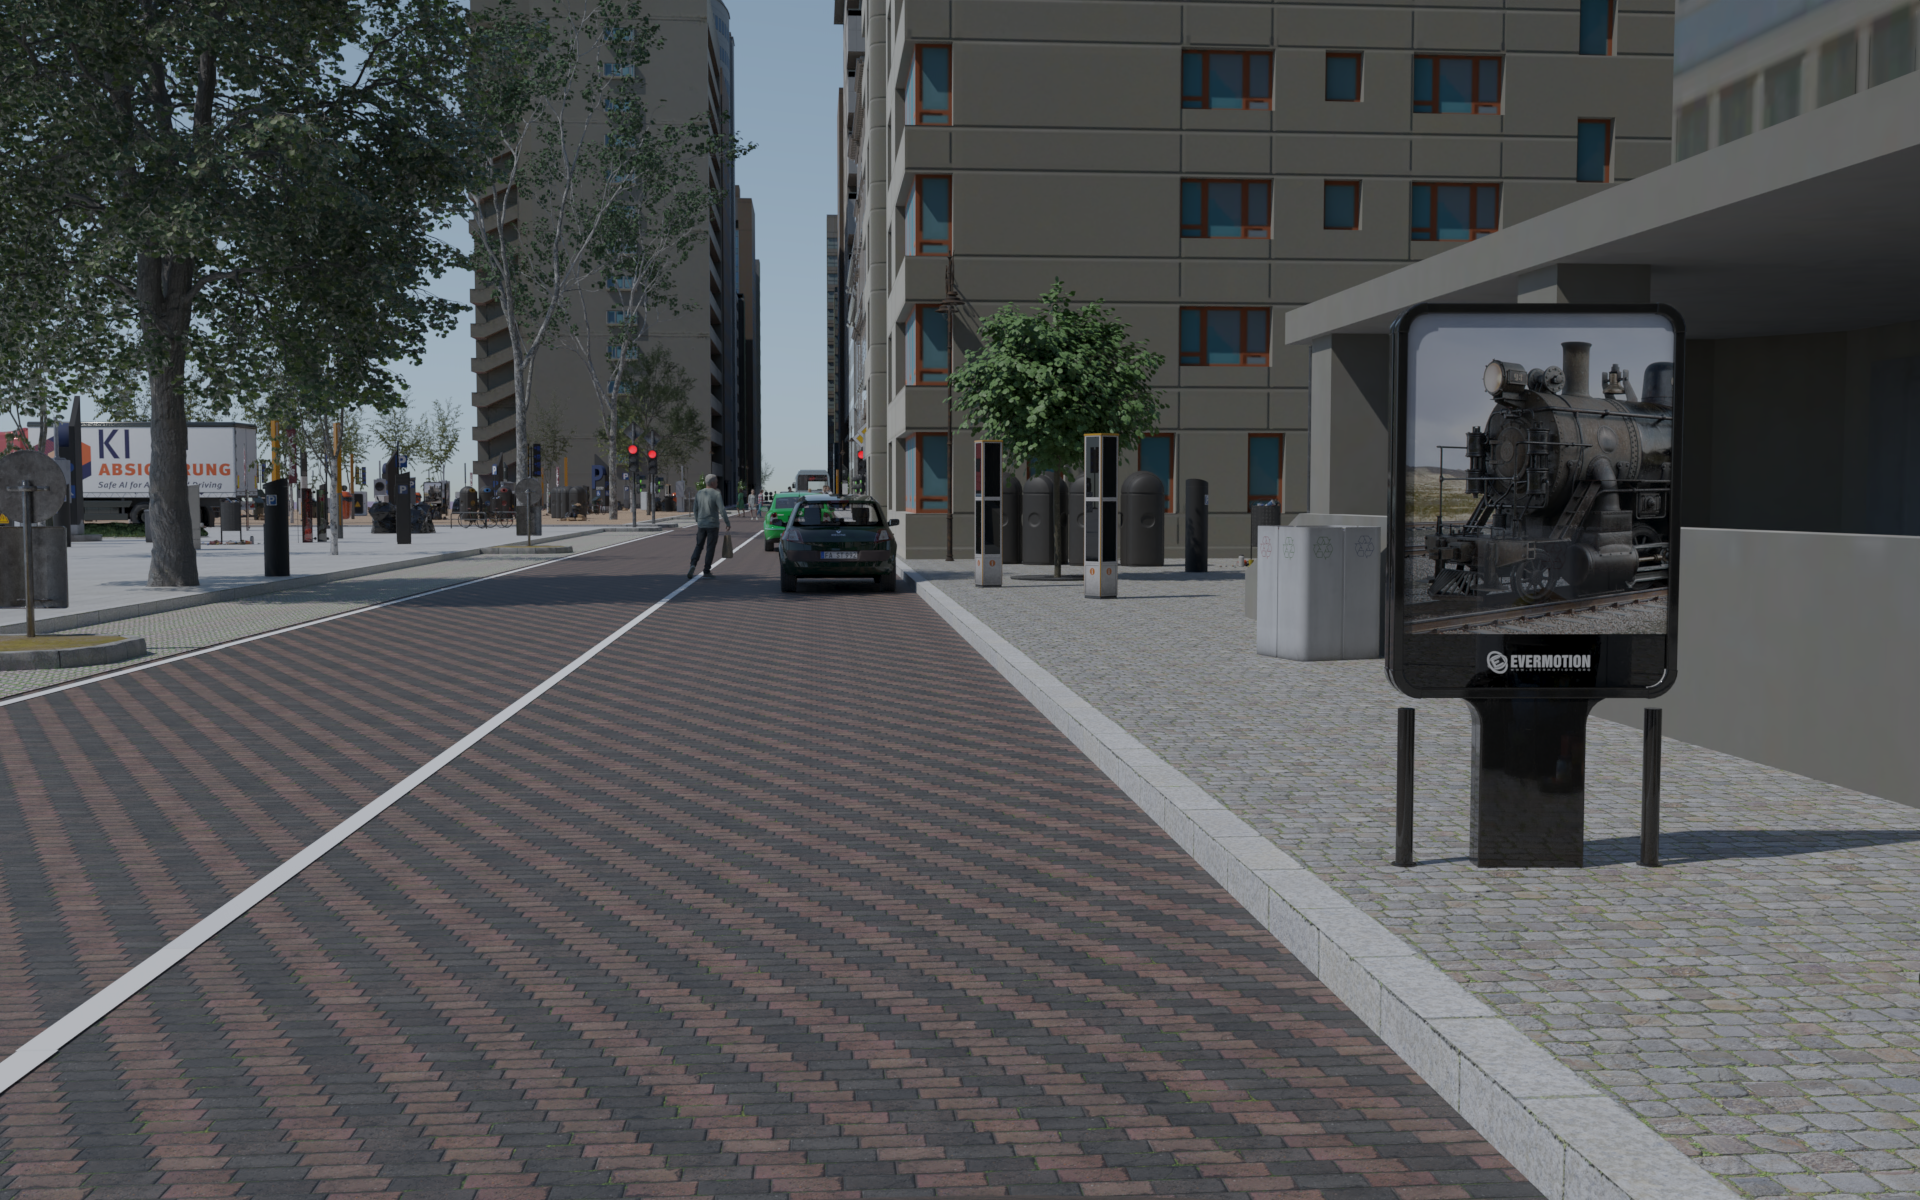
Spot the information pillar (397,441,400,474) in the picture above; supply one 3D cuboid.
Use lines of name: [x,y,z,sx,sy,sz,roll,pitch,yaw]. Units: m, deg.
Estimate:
information pillar: [-24.553,-5.161,75.731,0.183,3.616,0.504,-1,4,-15]

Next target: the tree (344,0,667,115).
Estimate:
tree: [-13.527,-12.303,57.050,12.611,20.169,13.585,0,3,0]

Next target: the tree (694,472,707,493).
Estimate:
tree: [-22.153,-9.433,148.830,1.663,3.219,1.824,0,3,0]

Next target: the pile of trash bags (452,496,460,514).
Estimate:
pile of trash bags: [-33.339,-6.183,110.850,3.447,1.369,1.912,0,4,-3]

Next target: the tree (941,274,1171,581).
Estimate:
tree: [1.450,-2.597,26.169,4.285,4.588,4.351,0,3,0]

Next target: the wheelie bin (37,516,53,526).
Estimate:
wheelie bin: [-25.388,-2.456,48.066,0.980,1.594,0.693,0,4,-4]

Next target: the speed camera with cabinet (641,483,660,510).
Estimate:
speed camera with cabinet: [-24.675,-8.785,137.968,0.660,3.252,2.038,1,4,20]

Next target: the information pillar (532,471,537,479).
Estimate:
information pillar: [-36.197,-9.566,147.756,0.504,3.616,0.183,-1,4,-18]

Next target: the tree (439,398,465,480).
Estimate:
tree: [-39.213,-11.009,130.363,4.737,8.622,4.395,0,3,0]

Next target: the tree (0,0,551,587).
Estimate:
tree: [-10.907,-7.169,23.861,9.857,13.997,8.962,0,3,0]

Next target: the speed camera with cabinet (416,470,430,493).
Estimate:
speed camera with cabinet: [-42.485,-8.684,136.322,2.038,3.252,0.660,-1,4,-21]

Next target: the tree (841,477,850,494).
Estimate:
tree: [-9.782,-9.665,152.632,1.663,3.219,1.824,0,3,0]

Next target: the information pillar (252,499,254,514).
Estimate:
information pillar: [-44.398,-6.394,109.028,0.304,2.012,0.304,-2,4,-31]

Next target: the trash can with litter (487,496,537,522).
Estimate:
trash can with litter: [-21.192,-4.263,80.758,2.233,1.210,1.678,-2,4,-29]

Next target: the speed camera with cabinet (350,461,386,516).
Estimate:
speed camera with cabinet: [-34.833,-6.576,101.849,2.038,3.252,0.660,-1,4,-15]

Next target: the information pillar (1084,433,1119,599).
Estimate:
information pillar: [1.729,-1.022,21.210,0.304,2.012,0.304,-3,4,-39]

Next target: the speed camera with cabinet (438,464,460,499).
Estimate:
speed camera with cabinet: [-33.423,-7.358,114.632,2.038,3.252,0.660,0,4,-7]

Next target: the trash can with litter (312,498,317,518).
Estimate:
trash can with litter: [-34.049,-4.913,91.716,1.055,1.170,0.624,-1,4,-8]

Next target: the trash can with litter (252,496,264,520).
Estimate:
trash can with litter: [-34.068,-4.470,84.475,1.055,1.170,0.624,3,5,44]

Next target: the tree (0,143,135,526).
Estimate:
tree: [-18.970,-5.179,35.037,4.360,8.622,3.978,0,3,0]

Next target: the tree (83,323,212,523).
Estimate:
tree: [-35.486,-7.585,74.369,4.737,8.622,4.395,0,3,0]

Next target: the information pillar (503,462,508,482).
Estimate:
information pillar: [-33.085,-8.248,126.206,0.504,3.616,0.183,3,5,43]

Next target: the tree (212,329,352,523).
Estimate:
tree: [-29.546,-7.665,75.689,4.737,8.622,4.395,0,3,0]

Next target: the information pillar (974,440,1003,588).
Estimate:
information pillar: [0.392,-1.180,23.779,0.304,2.012,0.304,-1,4,-20]

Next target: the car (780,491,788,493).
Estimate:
car: [-24.120,-14.104,239.265,2.281,1.827,5.304,0,4,-5]

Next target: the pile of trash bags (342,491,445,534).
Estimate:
pile of trash bags: [-18.902,-2.875,56.761,3.447,1.369,1.912,1,4,9]

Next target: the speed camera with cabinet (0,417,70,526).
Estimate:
speed camera with cabinet: [-23.829,-3.058,44.330,2.038,3.252,0.660,1,4,13]

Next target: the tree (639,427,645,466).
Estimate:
tree: [-24.516,-11.783,143.018,4.360,8.622,3.978,0,3,0]

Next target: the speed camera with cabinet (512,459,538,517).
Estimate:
speed camera with cabinet: [-24.612,-6.261,96.711,2.038,3.252,0.660,-2,4,-30]

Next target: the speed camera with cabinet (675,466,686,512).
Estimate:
speed camera with cabinet: [-19.752,-7.835,122.434,0.660,3.252,2.038,0,4,-5]

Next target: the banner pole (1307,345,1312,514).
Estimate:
banner pole: [5.503,-2.248,26.768,0.401,3.779,0.863,-1,4,-12]

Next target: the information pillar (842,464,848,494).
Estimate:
information pillar: [-9.084,-8.905,136.947,0.504,3.616,0.183,2,4,28]

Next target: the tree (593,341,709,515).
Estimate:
tree: [-18.529,-10.404,104.514,7.601,10.594,8.767,-3,5,-39]

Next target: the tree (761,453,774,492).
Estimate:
tree: [-35.207,-21.801,306.810,4.360,8.622,3.978,0,3,0]

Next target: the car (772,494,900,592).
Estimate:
car: [-1.906,-1.036,26.732,2.009,1.686,4.222,0,4,-5]

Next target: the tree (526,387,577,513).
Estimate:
tree: [-28.588,-10.375,119.991,4.360,8.622,3.978,0,3,0]

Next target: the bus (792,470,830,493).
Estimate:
bus: [-11.760,-8.686,136.871,2.948,3.499,13.247,0,4,-6]

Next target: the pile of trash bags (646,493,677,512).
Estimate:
pile of trash bags: [-21.523,-7.166,126.921,1.912,1.369,3.447,1,4,17]

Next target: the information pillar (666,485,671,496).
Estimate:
information pillar: [-23.027,-8.095,136.848,0.304,2.012,0.304,3,5,42]

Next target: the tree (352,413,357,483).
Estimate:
tree: [-44.628,-10.759,126.265,4.737,8.622,4.395,0,3,0]

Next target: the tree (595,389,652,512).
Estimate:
tree: [-23.050,-10.403,120.458,4.737,8.622,4.395,0,3,0]

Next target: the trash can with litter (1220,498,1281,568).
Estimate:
trash can with litter: [5.774,-1.192,30.548,2.233,1.210,1.678,1,4,16]

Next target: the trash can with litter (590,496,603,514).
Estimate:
trash can with litter: [-23.854,-6.209,112.897,0.624,1.170,1.055,3,5,40]

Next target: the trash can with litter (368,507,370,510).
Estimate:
trash can with litter: [-47.341,-7.739,137.921,1.055,1.170,0.624,1,4,23]

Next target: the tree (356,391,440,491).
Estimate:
tree: [-38.807,-10.360,119.746,4.737,8.622,4.395,0,3,0]

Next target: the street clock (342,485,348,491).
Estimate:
street clock: [-49.614,-8.259,139.596,0.471,2.002,0.358,0,4,-1]

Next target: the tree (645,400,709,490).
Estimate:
tree: [-21.078,-11.054,131.095,4.360,8.622,3.978,0,3,0]

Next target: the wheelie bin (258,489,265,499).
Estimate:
wheelie bin: [-46.330,-6.517,114.458,0.693,1.594,0.980,1,4,19]

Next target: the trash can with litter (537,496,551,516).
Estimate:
trash can with litter: [-24.724,-5.565,102.051,1.678,1.210,2.233,2,4,25]

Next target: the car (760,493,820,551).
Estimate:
car: [-4.163,-2.194,44.667,1.959,1.807,4.718,0,4,-6]

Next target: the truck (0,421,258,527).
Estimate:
truck: [-33.761,-4.847,68.162,11.283,4.237,2.839,0,4,-3]

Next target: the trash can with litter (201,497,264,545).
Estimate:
trash can with litter: [-18.875,-2.018,44.044,2.233,1.210,1.678,0,4,3]

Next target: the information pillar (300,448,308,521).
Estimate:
information pillar: [-30.931,-5.523,81.659,0.183,3.616,0.504,1,4,12]

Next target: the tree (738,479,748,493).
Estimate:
tree: [-28.222,-14.011,223.679,1.663,3.219,1.824,0,3,0]
